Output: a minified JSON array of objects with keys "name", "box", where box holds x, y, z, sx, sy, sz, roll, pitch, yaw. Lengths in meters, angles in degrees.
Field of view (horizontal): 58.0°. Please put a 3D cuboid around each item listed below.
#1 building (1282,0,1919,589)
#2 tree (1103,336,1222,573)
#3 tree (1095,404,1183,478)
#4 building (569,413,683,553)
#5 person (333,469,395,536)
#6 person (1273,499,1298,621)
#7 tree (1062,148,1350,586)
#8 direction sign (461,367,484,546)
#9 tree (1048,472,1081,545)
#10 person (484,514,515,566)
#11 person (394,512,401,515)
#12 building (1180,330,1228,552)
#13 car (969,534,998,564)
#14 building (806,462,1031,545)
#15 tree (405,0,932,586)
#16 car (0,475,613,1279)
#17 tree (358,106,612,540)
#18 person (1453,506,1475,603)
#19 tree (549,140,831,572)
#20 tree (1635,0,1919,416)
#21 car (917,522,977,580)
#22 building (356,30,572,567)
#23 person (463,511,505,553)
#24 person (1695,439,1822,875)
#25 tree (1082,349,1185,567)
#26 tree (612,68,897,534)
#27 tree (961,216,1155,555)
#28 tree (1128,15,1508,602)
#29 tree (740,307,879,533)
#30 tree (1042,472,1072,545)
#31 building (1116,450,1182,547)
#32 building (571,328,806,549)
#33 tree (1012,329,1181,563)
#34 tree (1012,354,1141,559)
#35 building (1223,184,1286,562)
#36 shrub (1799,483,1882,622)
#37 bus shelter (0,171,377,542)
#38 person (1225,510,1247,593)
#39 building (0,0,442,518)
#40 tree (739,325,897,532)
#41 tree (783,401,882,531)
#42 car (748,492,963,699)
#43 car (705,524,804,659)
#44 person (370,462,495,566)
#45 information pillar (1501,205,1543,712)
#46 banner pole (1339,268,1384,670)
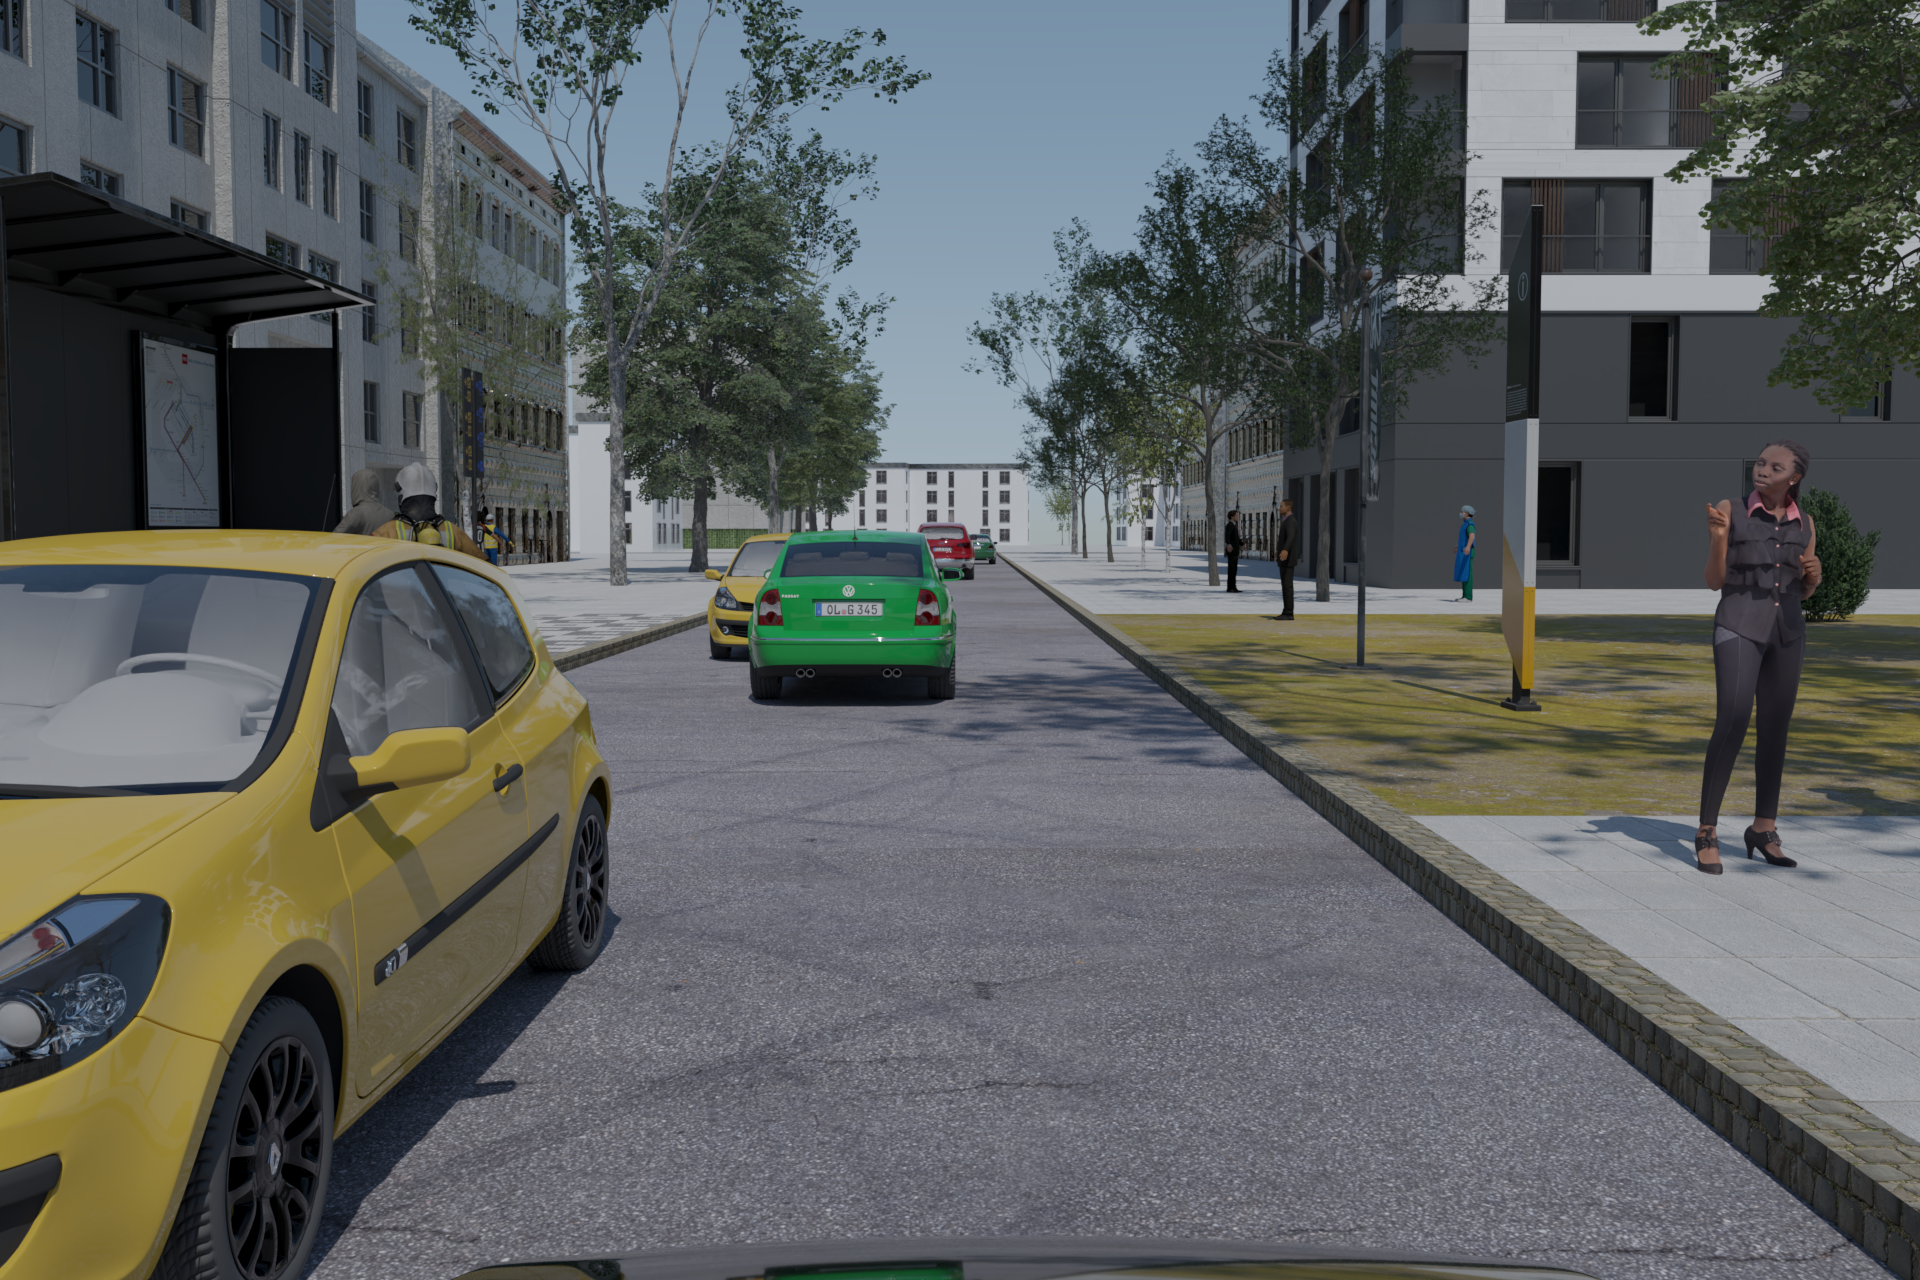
[{"name":"building","box":[23.985,-12.951,55.726,27.936,21.610,32.646,0,3,0]},{"name":"tree","box":[6.843,-6.536,57.234,4.737,8.622,4.395,0,3,0]},{"name":"tree","box":[21.300,-21.395,205.691,12.611,20.169,13.585,0,3,0]},{"name":"building","box":[-25.890,-11.727,133.876,9.099,9.664,28.070,0,4,-1]},{"name":"person","box":[-4.894,-0.496,14.242,0.705,1.813,1.348,2,4,23]},{"name":"person","box":[4.848,-1.199,25.821,0.704,1.802,1.346,0,4,7]},{"name":"tree","box":[5.944,-6.609,42.464,7.601,10.594,8.767,1,4,10]},{"name":"direction sign","box":[-6.728,-1.957,23.993,0.379,3.537,0.876,0,4,1]},{"name":"tree","box":[12.294,-15.173,198.447,4.737,8.622,4.395,0,3,0]},{"name":"person","box":[-12.954,-2.562,47.857,1.349,1.833,0.705,1,4,16]},{"name":"person","box":[-14.190,-2.317,43.812,1.347,1.837,0.705,1,4,17]},{"name":"building","box":[27.012,-18.286,129.910,19.493,23.208,18.063,0,4,0]},{"name":"car","box":[0.769,-4.355,83.009,2.131,1.459,4.920,0,4,-1]},{"name":"building","box":[-5.885,-15.845,203.664,28.070,9.664,9.099,0,4,6]},{"name":"tree","box":[-7.119,-11.374,41.852,12.611,20.169,13.585,0,3,0]},{"name":"car","box":[-2.067,0.359,4.354,2.015,1.641,3.980,0,4,1]},{"name":"tree","box":[-8.829,-4.910,30.641,4.360,8.622,3.978,0,3,0]},{"name":"person","box":[9.492,-1.617,32.561,0.704,1.817,1.347,0,4,7]},{"name":"tree","box":[-8.769,-9.249,57.878,9.857,13.997,8.962,0,3,0]},{"name":"tree","box":[10.726,-6.061,17.220,7.486,12.596,7.792,0,3,0]},{"name":"car","box":[-0.567,-2.877,55.713,2.281,1.827,5.304,0,4,0]},{"name":"building","box":[-27.292,-14.649,70.447,19.493,23.208,18.063,0,4,0]},{"name":"person","box":[-11.257,-2.092,40.355,1.345,1.843,0.704,-2,4,-27]},{"name":"person","box":[3.056,0.055,6.608,0.415,1.643,0.593,3,5,43]},{"name":"tree","box":[7.101,-7.087,66.234,4.360,8.622,3.978,0,3,0]},{"name":"tree","box":[-8.908,-13.307,73.461,12.611,20.169,13.585,0,3,0]},{"name":"tree","box":[6.274,-15.316,106.309,12.611,20.169,13.585,0,3,0]},{"name":"tree","box":[6.634,-5.988,32.322,8.767,10.594,7.601,3,5,42]},{"name":"tree","box":[-7.777,-10.265,85.956,7.486,12.596,7.792,0,3,0]},{"name":"tree","box":[11.780,-15.459,203.124,4.737,8.622,4.395,0,3,0]},{"name":"building","box":[21.979,-14.623,181.240,9.099,9.664,28.070,0,3,0]},{"name":"building","box":[-24.659,-18.215,164.274,16.747,18.905,31.486,0,4,1]},{"name":"tree","box":[6.523,-8.782,77.995,7.601,10.594,8.767,2,4,30]},{"name":"tree","box":[6.211,-9.528,90.192,7.601,10.594,8.767,-1,4,-11]},{"name":"building","box":[23.658,-15.519,84.669,19.493,23.208,18.063,0,3,0]},{"name":"shrub","box":[12.554,-1.282,25.385,1.690,2.028,1.600,0,3,0]},{"name":"bus shelter","box":[-6.717,-1.412,14.373,1.731,3.624,6.357,0,4,0]},{"name":"person","box":[5.986,-1.935,37.828,0.705,1.806,1.347,2,4,23]},{"name":"building","box":[-25.239,-10.636,40.360,16.747,18.905,31.486,0,4,0]},{"name":"tree","box":[-8.366,-11.737,98.552,9.857,13.997,8.962,0,3,0]},{"name":"tree","box":[-8.667,-11.535,114.353,9.928,11.665,9.643,0,3,0]},{"name":"car","box":[-0.940,-0.464,16.390,1.959,1.807,4.718,0,4,-1]},{"name":"car","box":[-2.020,-0.665,21.099,2.015,1.641,3.980,0,3,0]},{"name":"person","box":[-3.246,-0.131,10.364,1.354,1.858,0.705,-2,4,-34]},{"name":"information pillar","box":[4.104,-1.303,12.651,0.183,3.616,0.504,0,4,-1]},{"name":"banner pole","box":[3.821,-1.600,16.172,0.401,3.779,0.863,0,4,0]}]
